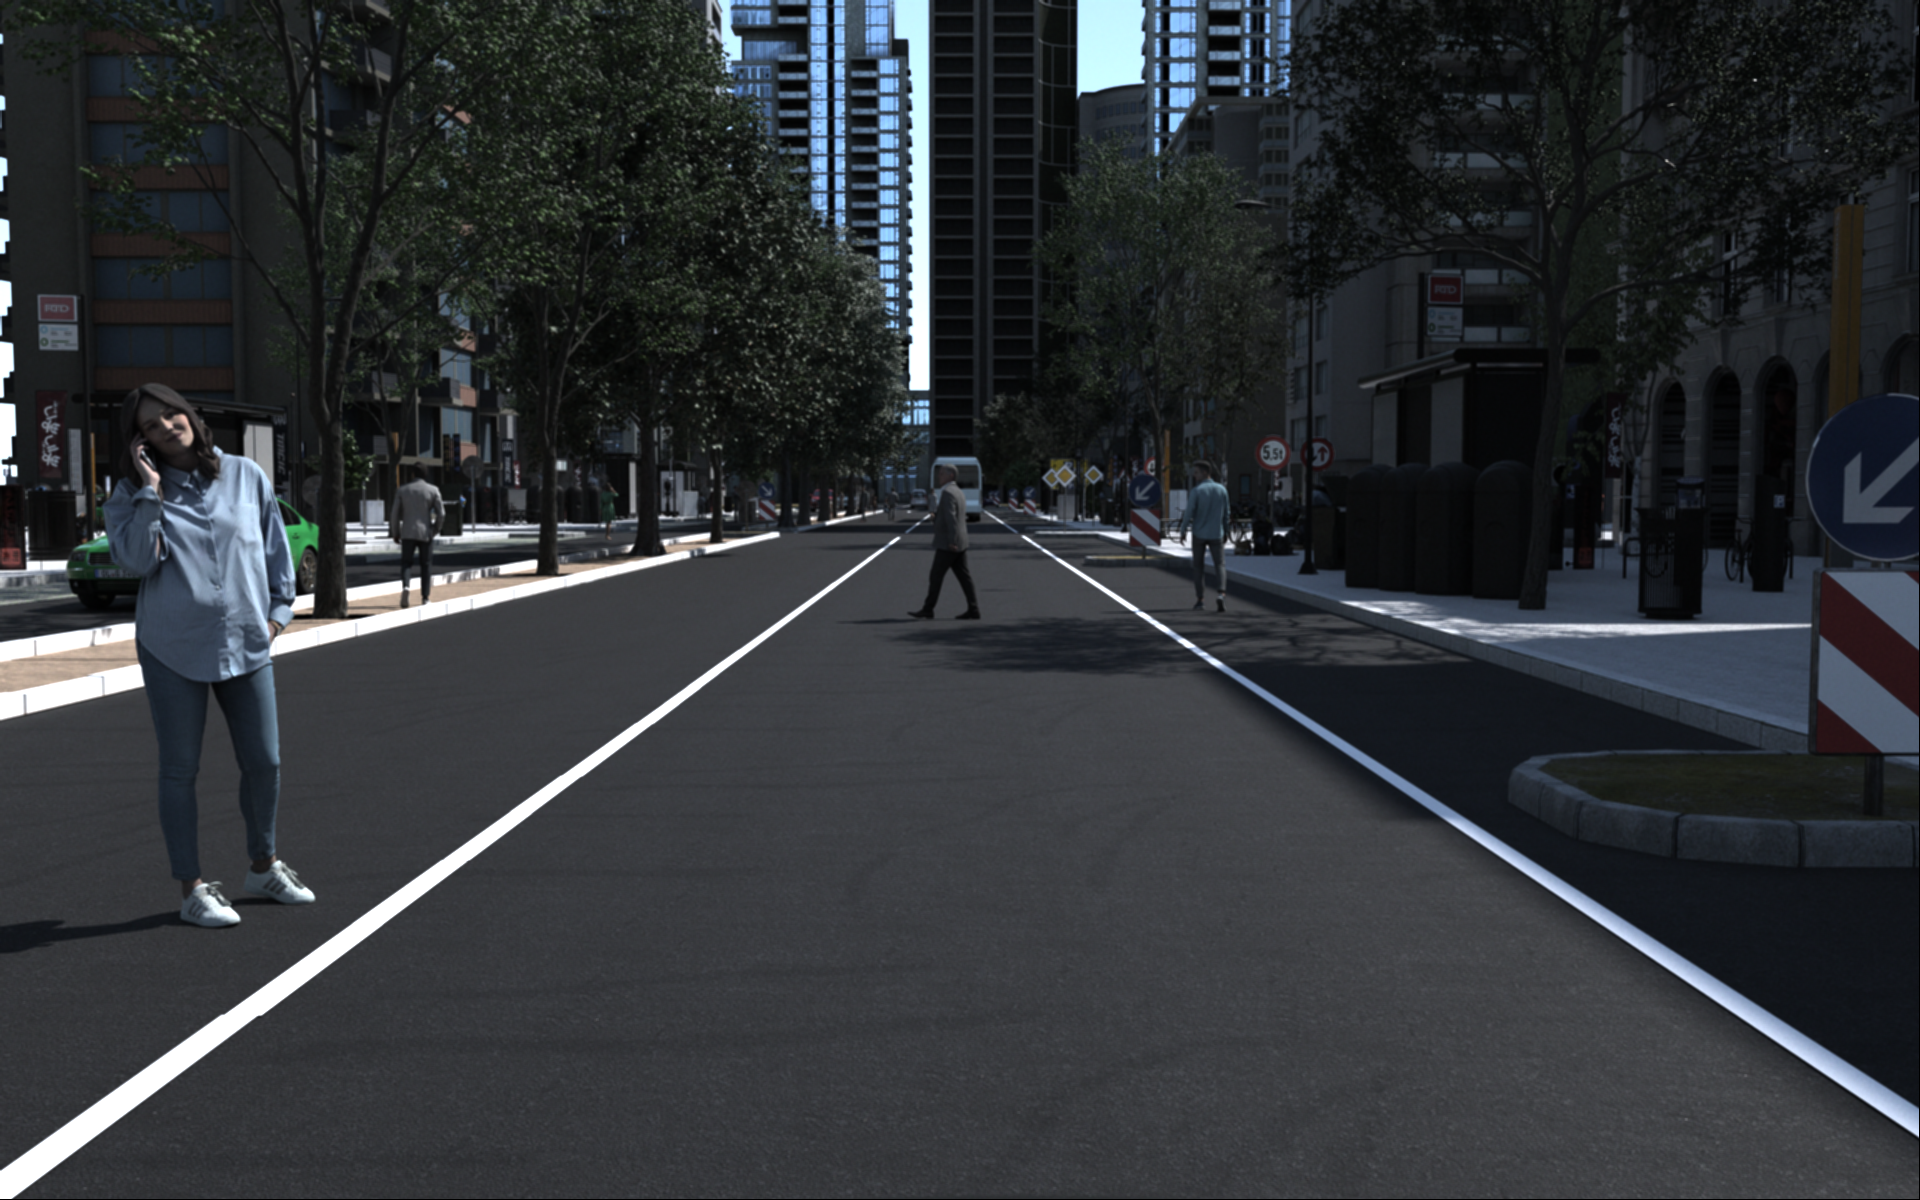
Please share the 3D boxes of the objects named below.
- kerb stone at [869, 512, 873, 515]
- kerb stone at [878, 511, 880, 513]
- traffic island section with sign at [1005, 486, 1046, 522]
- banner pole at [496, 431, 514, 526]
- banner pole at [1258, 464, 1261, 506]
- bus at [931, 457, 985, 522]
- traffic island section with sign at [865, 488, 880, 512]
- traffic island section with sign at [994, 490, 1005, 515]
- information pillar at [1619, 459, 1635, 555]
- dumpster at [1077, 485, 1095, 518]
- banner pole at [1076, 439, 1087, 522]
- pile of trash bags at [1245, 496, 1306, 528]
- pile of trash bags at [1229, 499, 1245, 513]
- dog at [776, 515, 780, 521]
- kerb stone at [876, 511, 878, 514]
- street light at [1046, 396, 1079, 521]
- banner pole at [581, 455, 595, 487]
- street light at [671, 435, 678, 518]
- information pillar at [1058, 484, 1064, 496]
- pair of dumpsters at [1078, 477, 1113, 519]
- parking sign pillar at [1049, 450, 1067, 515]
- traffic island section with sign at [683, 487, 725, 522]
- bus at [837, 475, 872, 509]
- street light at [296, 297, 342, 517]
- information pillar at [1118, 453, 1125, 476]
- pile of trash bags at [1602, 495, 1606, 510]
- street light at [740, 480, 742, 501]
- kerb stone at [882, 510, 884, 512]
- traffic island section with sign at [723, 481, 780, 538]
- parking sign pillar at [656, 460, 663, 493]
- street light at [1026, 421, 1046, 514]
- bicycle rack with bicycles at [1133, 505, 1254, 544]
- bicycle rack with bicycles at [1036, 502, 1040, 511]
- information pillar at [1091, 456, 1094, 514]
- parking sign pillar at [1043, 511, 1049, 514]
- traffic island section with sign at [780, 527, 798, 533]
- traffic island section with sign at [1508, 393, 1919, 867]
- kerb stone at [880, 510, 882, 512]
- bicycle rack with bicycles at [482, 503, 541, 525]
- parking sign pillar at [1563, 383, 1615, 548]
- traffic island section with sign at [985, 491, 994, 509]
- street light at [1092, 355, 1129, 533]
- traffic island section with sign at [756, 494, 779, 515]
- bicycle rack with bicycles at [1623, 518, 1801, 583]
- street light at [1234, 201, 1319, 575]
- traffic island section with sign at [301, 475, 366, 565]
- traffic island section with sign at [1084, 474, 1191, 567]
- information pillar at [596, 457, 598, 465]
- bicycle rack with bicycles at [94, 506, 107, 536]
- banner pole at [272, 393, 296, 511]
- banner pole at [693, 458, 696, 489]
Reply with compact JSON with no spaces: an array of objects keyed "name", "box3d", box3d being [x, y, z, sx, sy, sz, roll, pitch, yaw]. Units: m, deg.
[{"name":"kerb stone","box3d":[-6.193,-5.851,117.852,0.120,0.150,1.000,0,3,0]},{"name":"kerb stone","box3d":[-6.206,-6.475,128.108,0.120,0.150,1.000,0,3,0]},{"name":"traffic island section with sign","box3d":[3.486,-4.985,90.140,1.989,1.847,2.006,0,3,0]},{"name":"banner pole","box3d":[-18.125,-4.823,68.871,0.863,3.779,0.401,-3,4,-37]},{"name":"banner pole","box3d":[16.904,-6.592,97.802,0.401,3.779,0.863,0,4,-3]},{"name":"bus","box3d":[-0.107,-6.039,93.605,2.948,3.499,13.247,0,4,1]},{"name":"traffic island section with sign","box3d":[-7.261,-8.085,140.332,2.006,1.907,1.989,0,3,0]},{"name":"traffic island section with sign","box3d":[3.457,-6.634,117.095,1.989,1.847,2.006,0,3,0]},{"name":"information pillar","box3d":[14.103,-1.959,36.523,0.304,2.012,0.304,1,4,9]},{"name":"dumpster","box3d":[6.727,-5.371,93.577,1.264,1.857,1.865,0,3,0]},{"name":"banner pole","box3d":[5.533,-5.477,79.564,0.401,3.779,0.863,-2,4,-28]},{"name":"pile of trash bags","box3d":[12.988,-3.466,66.415,3.447,1.369,1.912,0,4,-7]},{"name":"pile of trash bags","box3d":[12.275,-4.307,80.170,1.912,1.369,3.447,-3,4,-36]},{"name":"dog","box3d":[-8.975,-4.141,86.996,0.540,0.507,0.406,-3,4,-36]},{"name":"kerb stone","box3d":[-6.204,-6.290,125.034,0.120,0.150,1.000,0,3,0]},{"name":"street light","box3d":[4.920,-6.645,81.192,1.470,5.913,1.316,0,3,0]},{"name":"banner pole","box3d":[-17.964,-5.713,83.423,0.863,3.779,0.401,-1,4,-22]},{"name":"street light","box3d":[-15.034,-7.451,94.368,1.470,5.913,1.316,0,3,0]},{"name":"information pillar","box3d":[5.503,-5.423,93.157,0.304,2.012,0.304,-2,4,-35]},{"name":"pair of dumpsters","box3d":[7.099,-5.374,90.364,1.574,2.255,4.437,0,3,0]},{"name":"parking sign pillar","box3d":[6.588,-7.235,106.768,1.447,3.967,1.447,2,4,29]},{"name":"traffic island section with sign","box3d":[-13.353,-5.016,90.639,1.989,1.847,2.006,0,3,0]},{"name":"bus","box3d":[-10.028,-10.363,164.293,2.948,3.499,13.247,0,4,0]},{"name":"street light","box3d":[-15.071,-4.183,40.939,1.470,5.913,1.316,0,3,0]},{"name":"information pillar","box3d":[9.179,-6.536,98.224,0.504,3.616,0.183,3,4,36]},{"name":"pile of trash bags","box3d":[16.305,-2.341,48.031,3.447,1.369,1.912,-1,4,-15]},{"name":"street light","box3d":[-15.080,-9.230,123.449,1.470,5.913,1.316,0,3,0]},{"name":"kerb stone","box3d":[-6.204,-6.850,134.268,0.120,0.150,1.000,0,3,0]},{"name":"traffic island section with sign","box3d":[-7.193,-3.037,57.786,2.006,1.907,1.989,0,3,0]},{"name":"parking sign pillar","box3d":[-22.896,-8.738,131.332,1.447,3.967,1.447,1,4,19]},{"name":"street light","box3d":[4.954,-8.424,110.273,1.470,5.913,1.316,0,3,0]},{"name":"bicycle rack with bicycles","box3d":[6.618,-1.947,45.209,2.925,0.926,2.852,-3,4,-37]},{"name":"bicycle rack with bicycles","box3d":[7.073,-7.382,134.073,2.925,0.926,2.852,2,4,25]},{"name":"information pillar","box3d":[8.173,-7.084,107.174,0.183,3.616,0.504,0,4,-7]},{"name":"parking sign pillar","box3d":[6.231,-7.720,114.691,1.447,3.967,1.447,0,4,-6]},{"name":"traffic island section with sign","box3d":[-7.189,-3.490,65.193,2.006,1.907,1.989,0,3,0]},{"name":"traffic island section with sign","box3d":[3.548,0.063,7.594,1.989,1.847,2.006,0,3,0]},{"name":"kerb stone","box3d":[-6.217,-6.729,132.217,0.120,0.150,1.000,0,3,0]},{"name":"bicycle rack with bicycles","box3d":[-18.367,-3.614,72.470,2.925,0.926,2.852,-1,4,-10]},{"name":"parking sign pillar","box3d":[15.040,-3.256,41.708,1.447,3.967,1.447,3,5,41]},{"name":"traffic island section with sign","box3d":[3.421,-9.742,167.915,1.989,1.847,2.006,0,3,0]},{"name":"street light","box3d":[4.962,-5.192,57.430,1.470,5.913,1.316,0,3,0]},{"name":"traffic island section with sign","box3d":[-13.360,-6.665,117.595,1.989,1.847,2.006,0,3,0]},{"name":"bicycle rack with bicycles","box3d":[11.559,-0.789,26.284,2.925,0.926,2.852,-3,5,-42]},{"name":"street light","box3d":[5.036,-3.366,27.580,1.470,5.913,1.316,0,3,0]},{"name":"traffic island section with sign","box3d":[-13.294,-1.636,35.382,1.989,1.847,2.006,0,3,0]},{"name":"traffic island section with sign","box3d":[3.531,-1.605,34.865,1.989,1.847,2.006,0,3,0]},{"name":"information pillar","box3d":[-22.718,-7.114,107.663,0.504,3.616,0.183,-1,4,-19]},{"name":"bicycle rack with bicycles","box3d":[-24.834,-2.402,52.648,2.852,0.926,2.925,-2,4,-35]},{"name":"banner pole","box3d":[-16.787,-3.251,43.167,0.863,3.779,0.401,1,4,21]},{"name":"banner pole","box3d":[-18.303,-7.904,119.253,0.401,3.779,0.863,0,4,6]}]
